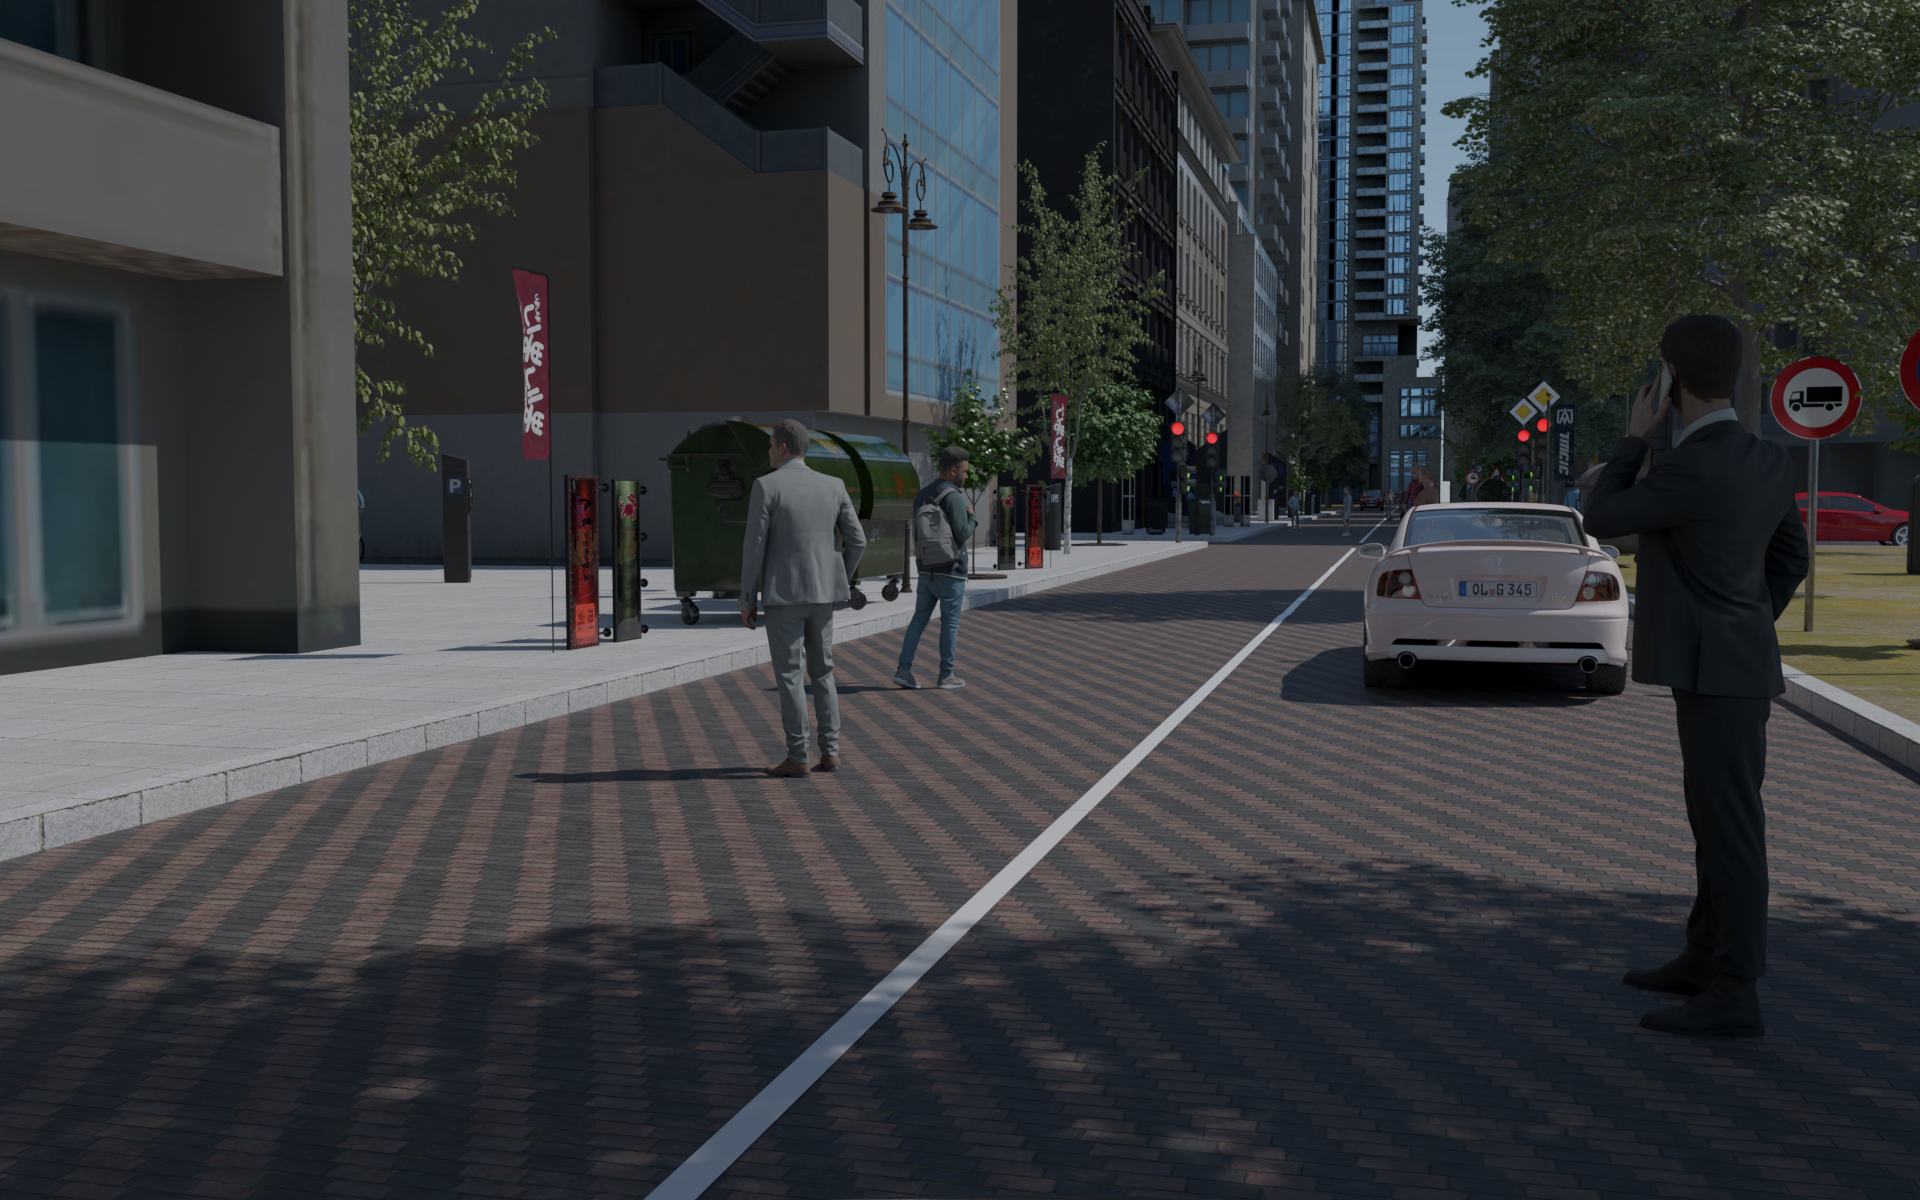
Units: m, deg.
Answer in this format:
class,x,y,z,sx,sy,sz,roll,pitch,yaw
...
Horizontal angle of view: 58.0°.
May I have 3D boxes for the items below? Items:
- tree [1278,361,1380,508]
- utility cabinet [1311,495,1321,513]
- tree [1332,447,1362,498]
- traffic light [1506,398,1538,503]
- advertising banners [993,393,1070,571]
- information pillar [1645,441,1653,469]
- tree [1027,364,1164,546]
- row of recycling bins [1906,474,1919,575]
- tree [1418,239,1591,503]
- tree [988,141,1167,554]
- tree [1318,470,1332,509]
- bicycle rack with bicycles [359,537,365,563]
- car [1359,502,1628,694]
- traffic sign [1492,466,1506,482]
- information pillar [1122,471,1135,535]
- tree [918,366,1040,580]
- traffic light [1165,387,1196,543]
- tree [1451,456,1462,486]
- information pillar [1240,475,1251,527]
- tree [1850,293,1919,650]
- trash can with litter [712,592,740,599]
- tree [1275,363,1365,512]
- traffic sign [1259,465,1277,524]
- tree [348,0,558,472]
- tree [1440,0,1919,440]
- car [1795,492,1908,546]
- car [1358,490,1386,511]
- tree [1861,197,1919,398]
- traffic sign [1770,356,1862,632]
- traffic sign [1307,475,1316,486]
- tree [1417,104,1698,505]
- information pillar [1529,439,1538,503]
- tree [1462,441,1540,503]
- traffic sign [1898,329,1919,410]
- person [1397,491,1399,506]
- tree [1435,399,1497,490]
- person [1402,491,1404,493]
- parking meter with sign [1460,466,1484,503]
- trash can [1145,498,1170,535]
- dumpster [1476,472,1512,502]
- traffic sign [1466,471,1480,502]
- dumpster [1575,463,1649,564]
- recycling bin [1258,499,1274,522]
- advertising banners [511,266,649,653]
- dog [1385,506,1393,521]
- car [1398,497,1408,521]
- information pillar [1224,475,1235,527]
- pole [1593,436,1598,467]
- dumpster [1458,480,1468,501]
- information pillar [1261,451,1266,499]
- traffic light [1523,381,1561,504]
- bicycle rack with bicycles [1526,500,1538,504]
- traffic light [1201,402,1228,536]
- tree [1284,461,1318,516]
class,x,y,z,sx,sy,sz,roll,pitch,yaw
tree,34.783,-15.720,163.677,9.857,13.997,8.962,0,3,0
utility cabinet,23.548,-6.380,115.479,1.020,1.237,0.306,1,4,14
tree,40.062,-14.131,181.401,4.360,8.622,3.978,0,3,0
traffic light,16.494,-3.788,50.860,0.839,4.253,0.868,1,4,15
advertising banners,1.248,-2.044,29.613,0.090,3.025,2.074,3,5,40
information pillar,29.483,-5.066,74.181,0.183,3.616,0.504,0,4,-6
tree,3.396,-3.637,43.178,4.285,4.588,4.351,0,3,0
row of recycling bins,16.968,-1.269,27.866,3.534,1.692,1.069,-1,4,-12
tree,21.747,-8.649,67.172,9.928,11.665,9.643,0,3,0
tree,2.340,-5.302,37.057,4.737,8.622,4.395,0,3,0
tree,28.833,-8.744,137.570,1.663,3.219,1.824,0,3,0
bicycle rack with bicycles,-11.707,-1.004,29.804,2.925,0.926,2.852,-3,5,-40
car,4.265,-0.100,13.993,2.083,1.381,4.827,1,4,15
traffic sign,24.936,-4.927,80.567,0.884,2.594,0.081,1,4,16
information pillar,5.304,-3.062,54.555,0.304,2.012,0.304,2,4,35
tree,0.098,-1.942,26.356,1.663,3.219,1.824,0,3,0
traffic light,5.755,-3.453,45.381,0.839,4.253,0.868,1,4,15
tree,37.737,-8.777,127.224,4.285,4.588,4.351,0,3,0
information pillar,11.217,-3.888,68.058,0.304,2.012,0.304,-1,4,-18
tree,8.413,-1.192,14.085,1.663,3.219,1.824,0,3,0
trash can with litter,-2.886,-0.614,21.424,0.624,1.170,1.055,0,4,-6
tree,24.327,-11.487,122.232,8.767,10.594,7.601,1,4,14
traffic sign,13.340,-4.584,75.048,0.768,2.556,0.104,1,4,17
tree,-6.603,-4.120,17.726,4.737,8.622,4.395,0,3,0
tree,9.918,-6.386,22.541,7.486,12.596,7.792,0,3,0
car,23.254,-2.232,45.526,4.494,1.783,2.155,1,4,16
car,35.579,-8.617,149.552,2.281,1.827,5.304,1,4,14
tree,21.869,-5.315,37.261,4.737,8.622,4.395,0,3,0
traffic sign,7.918,-0.977,16.084,0.768,2.556,0.104,1,4,21
traffic sign,23.255,-7.048,115.236,0.884,2.594,0.081,1,4,23
tree,19.297,-9.138,56.067,9.857,13.997,8.962,0,3,0
information pillar,20.600,-4.332,62.190,0.183,3.616,0.504,0,4,4
tree,27.168,-6.216,85.339,4.285,4.588,4.351,0,3,0
traffic sign,7.056,-0.745,12.287,0.768,2.556,0.104,1,4,21
person,47.993,-11.016,189.280,0.621,1.740,0.551,-3,4,-37
tree,34.857,-10.255,118.038,4.737,8.622,4.395,0,3,0
person,48.899,-11.152,190.923,0.705,1.812,1.348,0,4,-6
parking meter with sign,31.602,-6.774,107.016,1.738,3.016,0.543,-3,5,-40
trash can,6.141,-2.610,54.320,0.748,1.137,0.748,0,3,0
dumpster,24.143,-4.640,78.364,1.502,2.255,1.985,1,4,15
traffic sign,27.917,-5.761,94.294,0.768,2.556,0.104,1,4,16
dumpster,11.708,-1.538,30.902,1.264,1.857,1.865,1,4,15
recycling bin,14.325,-4.193,81.105,0.722,1.027,0.722,1,4,12
advertising banners,-3.130,-1.113,14.378,0.090,3.025,2.074,1,4,18
dog,22.639,-4.574,91.621,0.513,0.831,0.800,2,4,27
car,24.968,-5.189,94.634,2.009,1.686,4.222,1,4,16
information pillar,10.540,-3.872,67.796,0.304,2.012,0.304,2,4,34
pole,22.467,-4.124,61.267,0.158,3.312,0.155,0,3,0
dumpster,32.472,-6.581,110.094,1.502,2.255,1.985,1,4,14
information pillar,16.561,-6.289,94.186,0.183,3.616,0.504,-2,4,-27
traffic light,14.480,-3.316,43.132,0.839,4.253,0.868,1,4,15
bicycle rack with bicycles,33.031,-5.235,98.973,2.925,0.926,2.852,-1,4,-21
traffic light,7.769,-3.926,53.109,0.839,4.253,0.868,1,4,15
tree,19.539,-6.490,100.705,1.663,3.219,1.824,0,3,0
